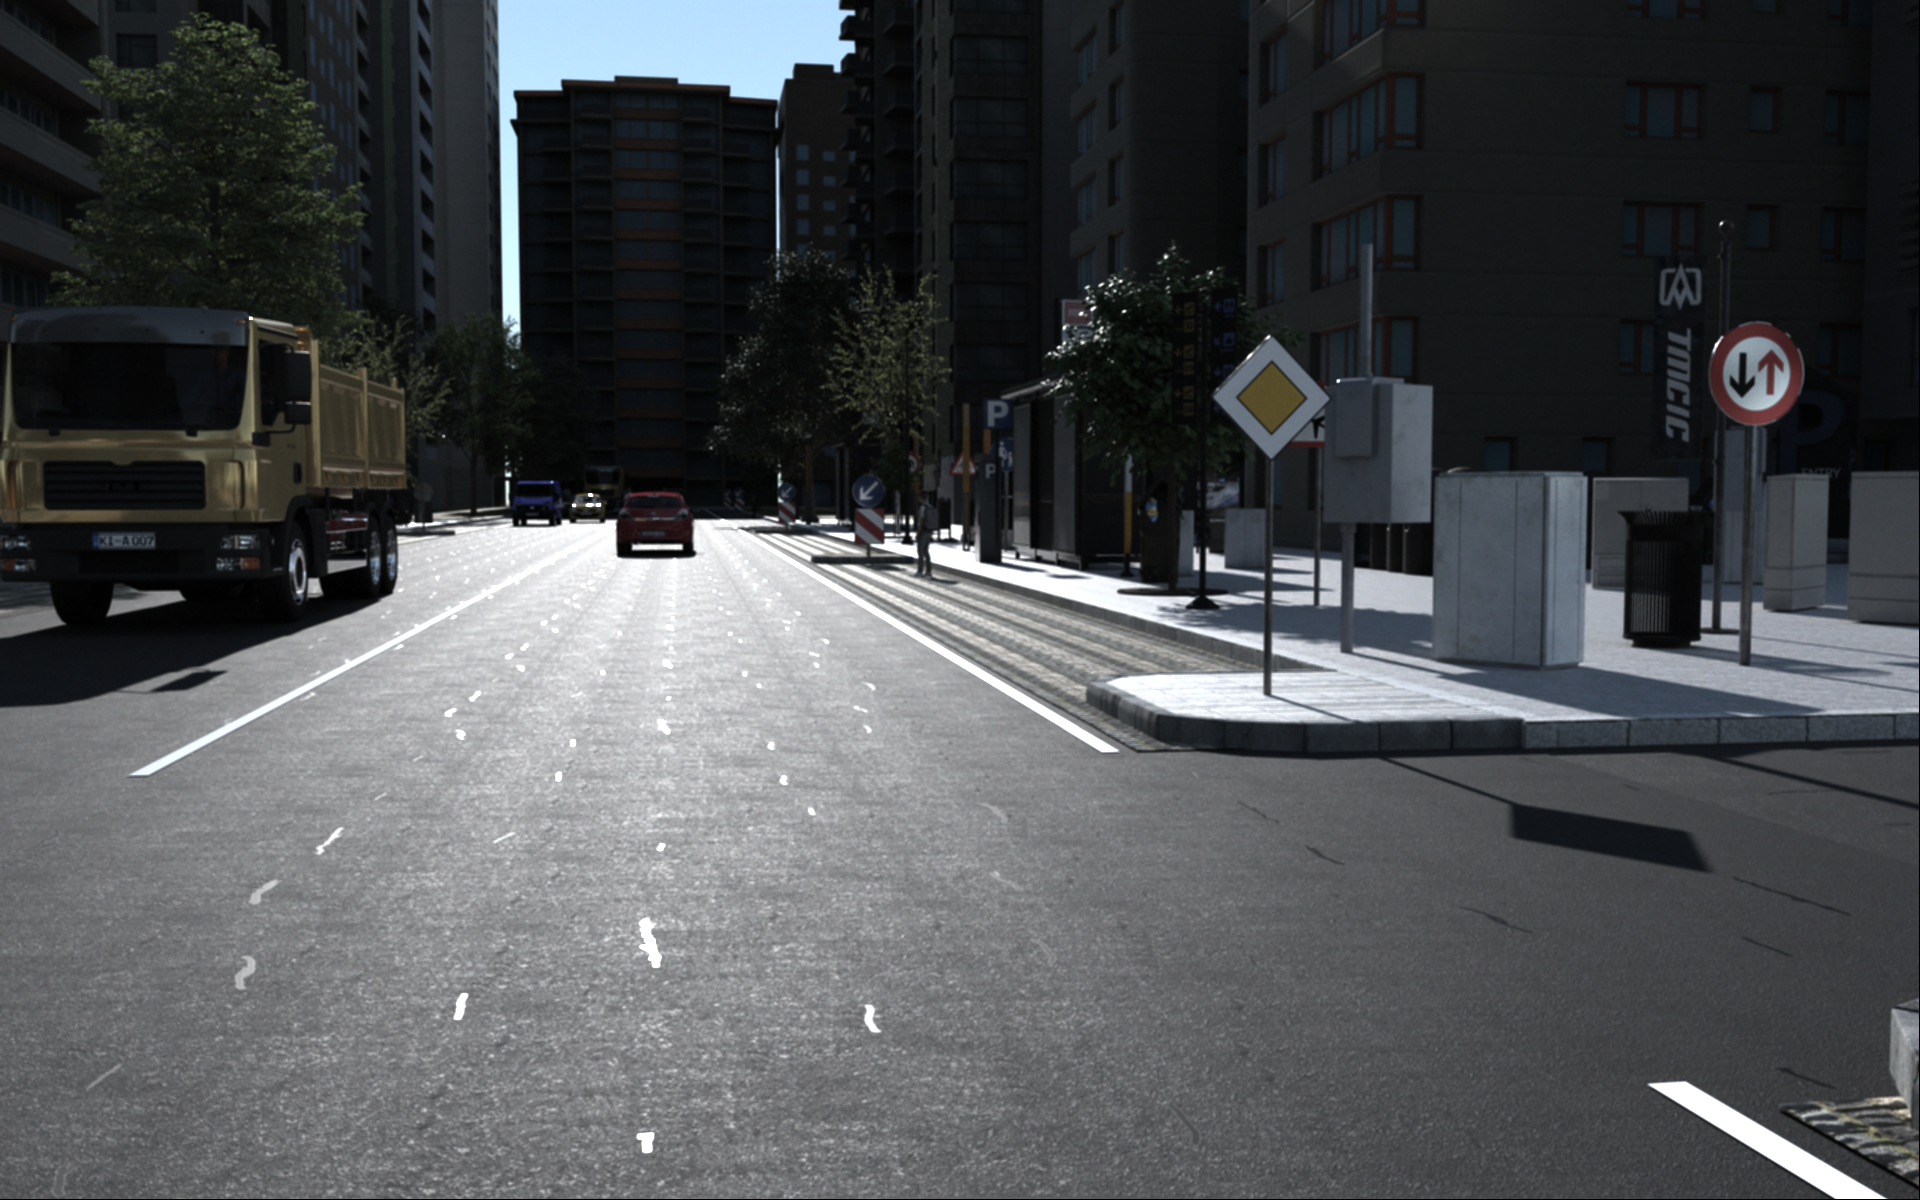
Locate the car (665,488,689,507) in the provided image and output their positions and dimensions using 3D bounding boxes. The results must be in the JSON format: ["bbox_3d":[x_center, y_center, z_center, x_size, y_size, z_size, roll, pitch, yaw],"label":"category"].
[{"bbox_3d":[-19.086,-6.479,114.609,2.281,1.827,5.304,-1,4,-11],"label":"car"}]

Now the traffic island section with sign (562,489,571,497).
[{"bbox_3d":[-31.150,-7.878,137.430,1.989,1.847,2.006,-1,4,-9],"label":"traffic island section with sign"}]

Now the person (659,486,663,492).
[{"bbox_3d":[-15.975,-5.174,92.721,1.348,1.869,0.705,-1,4,-11],"label":"person"}]

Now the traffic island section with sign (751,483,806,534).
[{"bbox_3d":[-6.455,-3.328,63.034,1.989,1.847,2.006,-1,4,-9],"label":"traffic island section with sign"}]

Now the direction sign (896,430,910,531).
[{"bbox_3d":[-2.048,-4.217,60.940,0.379,3.537,0.876,3,4,36],"label":"direction sign"}]

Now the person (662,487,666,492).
[{"bbox_3d":[-15.638,-5.083,91.585,0.705,1.826,1.348,1,4,9],"label":"person"}]

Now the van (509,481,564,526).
[{"bbox_3d":[-19.547,-4.633,80.135,2.240,2.365,5.245,-1,4,-8],"label":"van"}]

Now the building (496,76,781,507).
[{"bbox_3d":[-33.858,-32.421,184.707,28.867,44.769,22.147,-1,4,-9],"label":"building"}]

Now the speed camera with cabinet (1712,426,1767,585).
[{"bbox_3d":[11.055,-1.838,24.389,0.660,3.252,2.038,2,4,32],"label":"speed camera with cabinet"}]

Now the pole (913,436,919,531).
[{"bbox_3d":[-1.523,-4.067,60.338,0.158,3.312,0.155,0,3,0],"label":"pole"}]

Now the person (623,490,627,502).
[{"bbox_3d":[-26.931,-8.002,140.065,0.721,1.736,1.217,0,4,8],"label":"person"}]

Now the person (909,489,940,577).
[{"bbox_3d":[-0.626,-1.149,29.881,0.523,1.515,0.503,0,4,-7],"label":"person"}]

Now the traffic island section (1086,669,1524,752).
[{"bbox_3d":[1.982,0.685,11.080,2.009,0.180,2.903,-1,4,-9],"label":"traffic island section"}]

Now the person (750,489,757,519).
[{"bbox_3d":[-12.171,-5.646,101.529,0.721,1.735,1.217,-1,4,-12],"label":"person"}]

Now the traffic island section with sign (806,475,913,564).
[{"bbox_3d":[-2.088,-1.682,36.128,1.989,1.847,2.006,-1,4,-9],"label":"traffic island section with sign"}]

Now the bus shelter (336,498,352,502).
[{"bbox_3d":[-23.271,-4.400,63.222,1.731,3.624,6.357,-1,4,-9],"label":"bus shelter"}]

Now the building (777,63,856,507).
[{"bbox_3d":[-11.802,-32.693,184.635,14.200,45.320,14.600,-1,4,-9],"label":"building"}]

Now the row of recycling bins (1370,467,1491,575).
[{"bbox_3d":[7.557,-1.283,28.084,1.069,1.692,3.534,0,4,-7],"label":"row of recycling bins"}]

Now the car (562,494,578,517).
[{"bbox_3d":[-24.078,-6.031,108.397,2.009,1.686,4.222,0,4,-7],"label":"car"}]

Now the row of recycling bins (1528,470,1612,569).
[{"bbox_3d":[9.655,-1.421,30.339,3.534,1.692,1.069,2,4,25],"label":"row of recycling bins"}]

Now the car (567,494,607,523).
[{"bbox_3d":[-18.918,-4.755,87.965,2.015,1.641,3.980,-1,4,-10],"label":"car"}]

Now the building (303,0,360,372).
[{"bbox_3d":[-43.827,-27.586,101.135,14.600,45.320,14.200,-1,4,-9],"label":"building"}]

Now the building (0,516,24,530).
[{"bbox_3d":[-39.781,-26.103,50.481,21.300,48.544,21.600,-1,4,-9],"label":"building"}]

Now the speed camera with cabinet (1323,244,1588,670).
[{"bbox_3d":[3.802,-1.166,13.406,0.660,3.252,2.038,-3,5,-39],"label":"speed camera with cabinet"}]

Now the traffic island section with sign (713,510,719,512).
[{"bbox_3d":[-18.758,-7.964,138.831,1.989,1.847,2.006,-1,4,-9],"label":"traffic island section with sign"}]

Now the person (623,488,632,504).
[{"bbox_3d":[-16.228,-4.642,85.334,0.756,1.711,0.436,-1,4,-17],"label":"person"}]

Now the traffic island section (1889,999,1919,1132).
[{"bbox_3d":[3.261,1.167,3.197,2.009,0.180,2.903,-1,4,-9],"label":"traffic island section"}]

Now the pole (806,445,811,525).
[{"bbox_3d":[-6.353,-4.813,72.540,0.158,3.312,0.155,0,3,0],"label":"pole"}]

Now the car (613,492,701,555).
[{"bbox_3d":[-7.474,-2.055,42.637,2.155,1.783,4.494,0,4,-8],"label":"car"}]

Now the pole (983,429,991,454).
[{"bbox_3d":[0.617,-2.809,39.776,0.158,3.312,0.155,0,3,0],"label":"pole"}]

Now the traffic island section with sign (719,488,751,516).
[{"bbox_3d":[-14.432,-6.336,112.224,1.989,1.847,2.006,-1,4,-9],"label":"traffic island section with sign"}]

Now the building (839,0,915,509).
[{"bbox_3d":[1.816,-29.707,140.329,22.147,44.769,28.867,-1,4,-9],"label":"building"}]

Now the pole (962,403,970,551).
[{"bbox_3d":[0.140,-2.762,38.998,0.158,3.312,0.155,0,3,0],"label":"pole"}]

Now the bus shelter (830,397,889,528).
[{"bbox_3d":[-3.983,-5.600,69.189,2.179,5.291,8.768,-1,4,-9],"label":"bus shelter"}]

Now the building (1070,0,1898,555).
[{"bbox_3d":[20.034,-12.659,52.020,27.650,21.520,28.899,-1,4,-9],"label":"building"}]

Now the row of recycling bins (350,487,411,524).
[{"bbox_3d":[-25.438,-4.109,74.297,3.534,1.692,1.069,-1,4,-23],"label":"row of recycling bins"}]

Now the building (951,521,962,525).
[{"bbox_3d":[5.578,-18.810,79.242,14.160,30.474,14.107,-1,4,-9],"label":"building"}]

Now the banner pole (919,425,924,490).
[{"bbox_3d":[-1.457,-4.459,62.917,0.401,3.779,0.863,-2,4,-27],"label":"banner pole"}]

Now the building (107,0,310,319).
[{"bbox_3d":[-41.452,-19.297,87.204,14.160,30.474,14.107,-1,4,-9],"label":"building"}]

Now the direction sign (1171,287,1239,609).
[{"bbox_3d":[2.719,-1.672,19.329,0.876,3.537,0.379,3,5,44],"label":"direction sign"}]

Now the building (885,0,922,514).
[{"bbox_3d":[6.266,-41.401,115.165,20.563,71.187,20.611,-1,4,-9],"label":"building"}]

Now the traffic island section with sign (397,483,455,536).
[{"bbox_3d":[-18.584,-3.141,59.991,1.989,1.847,2.006,-1,4,-9],"label":"traffic island section with sign"}]

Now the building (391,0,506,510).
[{"bbox_3d":[-62.101,-38.949,178.823,28.212,58.520,21.231,-1,4,-9],"label":"building"}]

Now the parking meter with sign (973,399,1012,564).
[{"bbox_3d":[0.555,-2.222,32.597,0.543,3.016,1.738,-1,4,-9],"label":"parking meter with sign"}]

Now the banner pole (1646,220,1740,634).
[{"bbox_3d":[6.778,-1.587,15.965,0.863,3.779,0.401,0,4,7],"label":"banner pole"}]

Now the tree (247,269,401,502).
[{"bbox_3d":[-20.675,-6.373,54.555,4.360,8.622,3.978,0,3,0],"label":"tree"}]

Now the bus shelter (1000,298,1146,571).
[{"bbox_3d":[2.122,-3.398,33.181,2.179,5.291,8.768,-1,4,-9],"label":"bus shelter"}]

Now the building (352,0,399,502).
[{"bbox_3d":[-45.830,-26.400,115.236,14.154,41.232,14.086,-1,4,-9],"label":"building"}]

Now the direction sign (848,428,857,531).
[{"bbox_3d":[-3.680,-4.147,59.802,0.379,3.537,0.876,1,4,12],"label":"direction sign"}]

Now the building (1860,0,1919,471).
[{"bbox_3d":[26.916,-21.183,29.935,14.086,41.232,14.154,-1,4,-9],"label":"building"}]
